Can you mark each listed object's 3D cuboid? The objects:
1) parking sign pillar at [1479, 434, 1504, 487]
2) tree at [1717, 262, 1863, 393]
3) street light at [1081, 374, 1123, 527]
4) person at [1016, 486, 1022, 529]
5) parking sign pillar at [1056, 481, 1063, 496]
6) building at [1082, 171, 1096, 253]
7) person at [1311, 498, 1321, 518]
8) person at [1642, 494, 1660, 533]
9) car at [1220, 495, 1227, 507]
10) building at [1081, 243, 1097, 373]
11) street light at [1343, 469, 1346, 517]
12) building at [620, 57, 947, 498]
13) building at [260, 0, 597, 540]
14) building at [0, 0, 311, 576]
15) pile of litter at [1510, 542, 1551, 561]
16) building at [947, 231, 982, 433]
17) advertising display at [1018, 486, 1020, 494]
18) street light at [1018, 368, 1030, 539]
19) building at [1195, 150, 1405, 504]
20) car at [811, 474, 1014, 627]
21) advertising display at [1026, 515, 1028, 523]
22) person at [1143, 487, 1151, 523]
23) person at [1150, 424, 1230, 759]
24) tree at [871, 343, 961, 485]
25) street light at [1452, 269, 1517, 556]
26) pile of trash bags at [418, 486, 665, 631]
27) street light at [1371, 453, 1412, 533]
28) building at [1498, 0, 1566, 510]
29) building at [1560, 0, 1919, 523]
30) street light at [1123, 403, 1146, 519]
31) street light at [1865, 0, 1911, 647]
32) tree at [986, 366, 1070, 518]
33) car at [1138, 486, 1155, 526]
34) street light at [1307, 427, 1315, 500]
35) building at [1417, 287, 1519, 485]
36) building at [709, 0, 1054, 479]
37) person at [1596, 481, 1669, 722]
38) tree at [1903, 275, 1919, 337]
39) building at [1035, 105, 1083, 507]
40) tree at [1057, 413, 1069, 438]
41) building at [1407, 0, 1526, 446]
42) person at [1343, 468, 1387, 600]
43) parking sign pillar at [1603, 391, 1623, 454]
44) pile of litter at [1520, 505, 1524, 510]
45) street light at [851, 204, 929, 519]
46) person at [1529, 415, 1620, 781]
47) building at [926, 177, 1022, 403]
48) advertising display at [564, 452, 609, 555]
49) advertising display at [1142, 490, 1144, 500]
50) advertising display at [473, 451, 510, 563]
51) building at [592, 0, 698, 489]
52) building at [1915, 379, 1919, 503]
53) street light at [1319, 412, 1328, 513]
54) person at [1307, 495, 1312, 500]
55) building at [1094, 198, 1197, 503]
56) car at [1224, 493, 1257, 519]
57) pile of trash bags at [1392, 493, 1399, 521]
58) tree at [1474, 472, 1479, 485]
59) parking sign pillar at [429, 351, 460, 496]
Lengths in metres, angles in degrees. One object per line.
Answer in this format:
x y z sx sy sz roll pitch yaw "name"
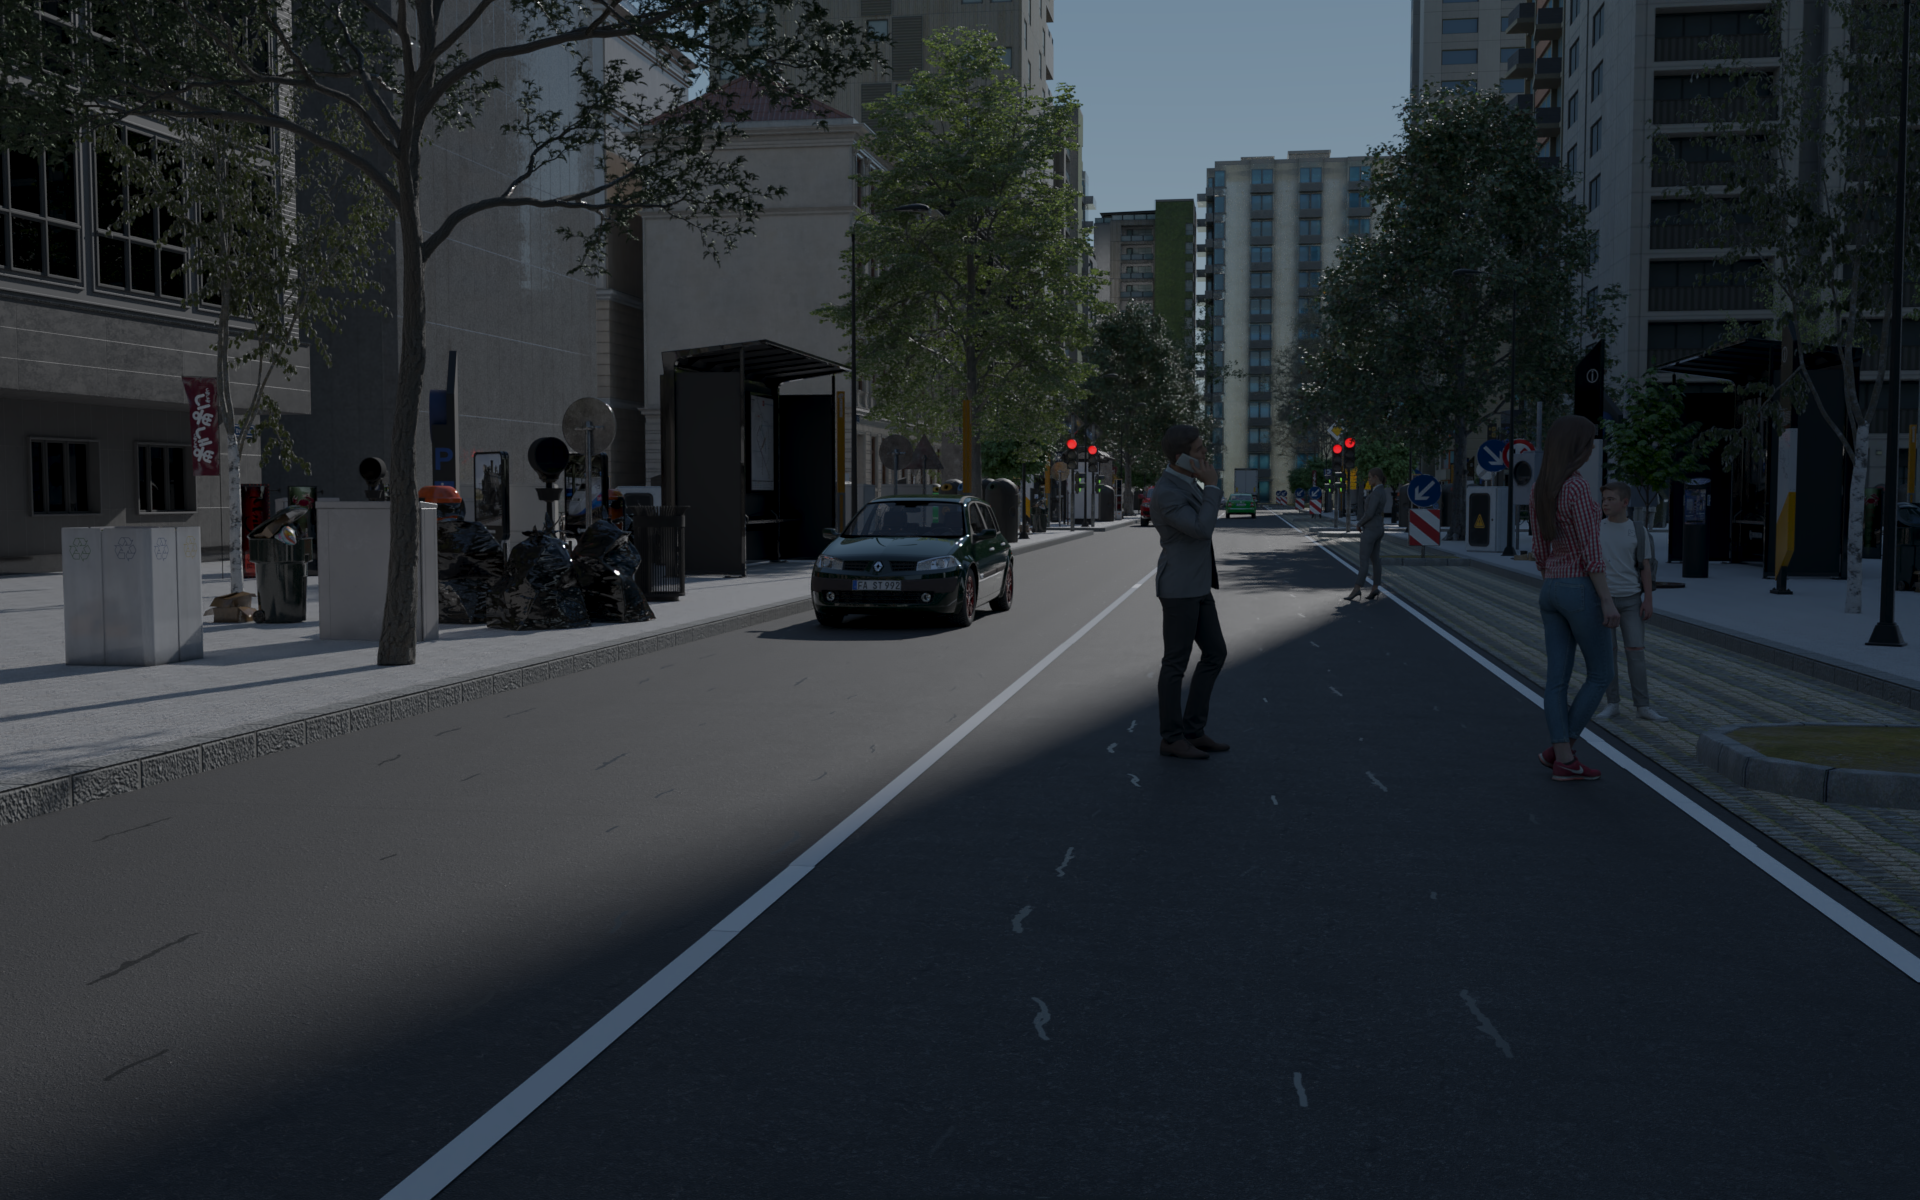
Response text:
22.877 -5.266 74.572 1.447 3.967 1.447 -3 5 -41 "parking sign pillar"
25.542 -6.286 53.142 4.737 8.622 4.395 0 3 0 "tree"
5.408 -5.785 67.133 1.470 5.913 1.316 1 4 9 "street light"
2.103 -3.410 64.795 0.519 1.759 0.362 3 5 42 "person"
6.888 -7.583 112.451 1.447 3.967 1.447 3 4 39 "parking sign pillar"
4.406 -38.592 250.589 30.456 49.044 23.786 1 4 9 "building"
19.367 -5.266 94.376 0.755 1.850 0.659 3 4 36 "person"
23.636 -3.101 59.395 0.606 1.804 0.583 1 4 11 "person"
29.224 -11.247 196.250 2.083 1.381 4.827 0 4 8 "car"
8.649 -26.291 201.561 14.107 30.474 14.160 1 4 9 "building"
17.339 -6.274 75.126 1.470 5.913 1.316 1 4 9 "street light"
-8.345 -15.550 90.397 11.583 22.565 21.152 1 4 9 "building"
-21.345 -13.921 45.630 19.932 24.808 12.078 1 4 9 "building"
-21.103 -14.009 22.547 14.314 27.812 24.014 1 4 9 "building"
11.418 -1.180 33.260 1.176 0.858 1.719 -2 4 -26 "pile of litter"
-5.845 -16.833 111.384 11.583 22.565 21.152 1 4 9 "building"
4.192 -7.419 126.512 0.974 1.923 0.123 1 4 17 "advertising display"
2.357 -4.686 49.160 1.470 5.913 1.316 1 4 9 "street light"
48.704 -38.181 243.869 30.456 49.044 23.786 1 4 9 "building"
-0.475 -0.629 20.072 2.009 1.686 4.222 1 4 11 "car"
2.886 -4.237 74.481 0.123 1.923 0.974 1 4 18 "advertising display"
9.326 -4.730 86.005 0.590 1.801 0.661 0 4 -2 "person"
1.265 -0.047 9.448 0.473 1.802 0.592 2 4 31 "person"
-1.953 -7.726 76.684 4.737 8.622 4.395 0 3 0 "tree"
10.858 -3.870 35.821 1.470 5.913 1.316 1 4 9 "street light"
-4.712 -0.498 17.891 3.447 1.369 1.912 3 5 44 "pile of trash bags"
14.394 -5.192 57.432 1.470 5.913 1.316 1 4 9 "street light"
47.361 -27.965 111.848 22.147 44.769 28.867 1 4 9 "building"
41.005 -39.318 81.095 20.611 71.187 20.563 1 4 9 "building"
8.780 -7.084 88.363 1.470 5.913 1.316 1 4 9 "street light"
7.330 -2.573 14.617 1.470 5.913 1.316 1 4 9 "street light"
3.514 -8.687 92.389 4.737 8.622 4.395 0 3 0 "tree"
9.225 -4.260 78.316 2.281 1.827 5.304 0 4 8 "car"
24.386 -8.892 117.929 1.470 5.913 1.316 1 4 9 "street light"
56.972 -19.113 157.529 27.650 21.520 28.899 1 4 9 "building"
-6.008 -34.808 158.346 28.713 52.752 27.495 1 4 9 "building"
4.210 0.007 10.982 0.503 1.515 0.523 0 4 -8 "person"
19.232 -4.913 30.689 4.737 8.622 4.395 0 3 0 "tree"
4.923 -30.234 177.926 14.154 41.232 14.086 1 4 9 "building"
9.480 -11.080 131.514 4.360 8.622 3.978 0 3 0 "tree"
58.644 -39.328 185.013 21.231 58.520 28.212 1 4 9 "building"
5.506 -0.903 23.536 0.573 1.790 0.520 1 4 10 "person"
14.909 -3.173 40.344 1.447 3.967 1.447 -1 4 -9 "parking sign pillar"
31.724 -5.182 98.683 1.176 0.858 1.719 0 4 -8 "pile of litter"
-1.186 -3.389 27.958 1.470 5.913 1.316 1 4 9 "street light"
3.077 -0.008 8.646 0.388 1.821 0.555 -2 4 -25 "person"
-2.434 -18.367 129.977 12.332 23.373 15.834 1 4 9 "building"
-5.841 -1.338 27.090 0.974 1.923 0.123 3 5 41 "advertising display"
13.875 -7.703 131.164 0.123 1.923 0.974 1 4 8 "advertising display"
-7.123 -1.293 26.355 0.123 1.923 0.974 -3 5 -40 "advertising display"
-25.159 -18.568 89.495 20.117 28.700 13.634 1 4 9 "building"
33.203 -43.577 25.160 22.319 86.520 31.000 1 4 9 "building"
20.921 -7.595 96.715 1.470 5.913 1.316 1 4 9 "street light"
44.530 -12.943 220.651 0.750 1.759 0.617 1 4 12 "person"
25.883 -34.191 242.610 14.086 41.232 14.154 1 4 9 "building"
16.687 -5.757 102.926 1.959 1.807 4.718 1 4 9 "car"
21.602 -4.479 82.979 1.912 1.369 3.447 -1 4 -12 "pile of trash bags"
35.313 -7.505 117.311 1.663 3.219 1.824 0 3 0 "tree"
-9.495 -2.661 31.976 1.447 3.967 1.447 -1 4 -13 "parking sign pillar"
